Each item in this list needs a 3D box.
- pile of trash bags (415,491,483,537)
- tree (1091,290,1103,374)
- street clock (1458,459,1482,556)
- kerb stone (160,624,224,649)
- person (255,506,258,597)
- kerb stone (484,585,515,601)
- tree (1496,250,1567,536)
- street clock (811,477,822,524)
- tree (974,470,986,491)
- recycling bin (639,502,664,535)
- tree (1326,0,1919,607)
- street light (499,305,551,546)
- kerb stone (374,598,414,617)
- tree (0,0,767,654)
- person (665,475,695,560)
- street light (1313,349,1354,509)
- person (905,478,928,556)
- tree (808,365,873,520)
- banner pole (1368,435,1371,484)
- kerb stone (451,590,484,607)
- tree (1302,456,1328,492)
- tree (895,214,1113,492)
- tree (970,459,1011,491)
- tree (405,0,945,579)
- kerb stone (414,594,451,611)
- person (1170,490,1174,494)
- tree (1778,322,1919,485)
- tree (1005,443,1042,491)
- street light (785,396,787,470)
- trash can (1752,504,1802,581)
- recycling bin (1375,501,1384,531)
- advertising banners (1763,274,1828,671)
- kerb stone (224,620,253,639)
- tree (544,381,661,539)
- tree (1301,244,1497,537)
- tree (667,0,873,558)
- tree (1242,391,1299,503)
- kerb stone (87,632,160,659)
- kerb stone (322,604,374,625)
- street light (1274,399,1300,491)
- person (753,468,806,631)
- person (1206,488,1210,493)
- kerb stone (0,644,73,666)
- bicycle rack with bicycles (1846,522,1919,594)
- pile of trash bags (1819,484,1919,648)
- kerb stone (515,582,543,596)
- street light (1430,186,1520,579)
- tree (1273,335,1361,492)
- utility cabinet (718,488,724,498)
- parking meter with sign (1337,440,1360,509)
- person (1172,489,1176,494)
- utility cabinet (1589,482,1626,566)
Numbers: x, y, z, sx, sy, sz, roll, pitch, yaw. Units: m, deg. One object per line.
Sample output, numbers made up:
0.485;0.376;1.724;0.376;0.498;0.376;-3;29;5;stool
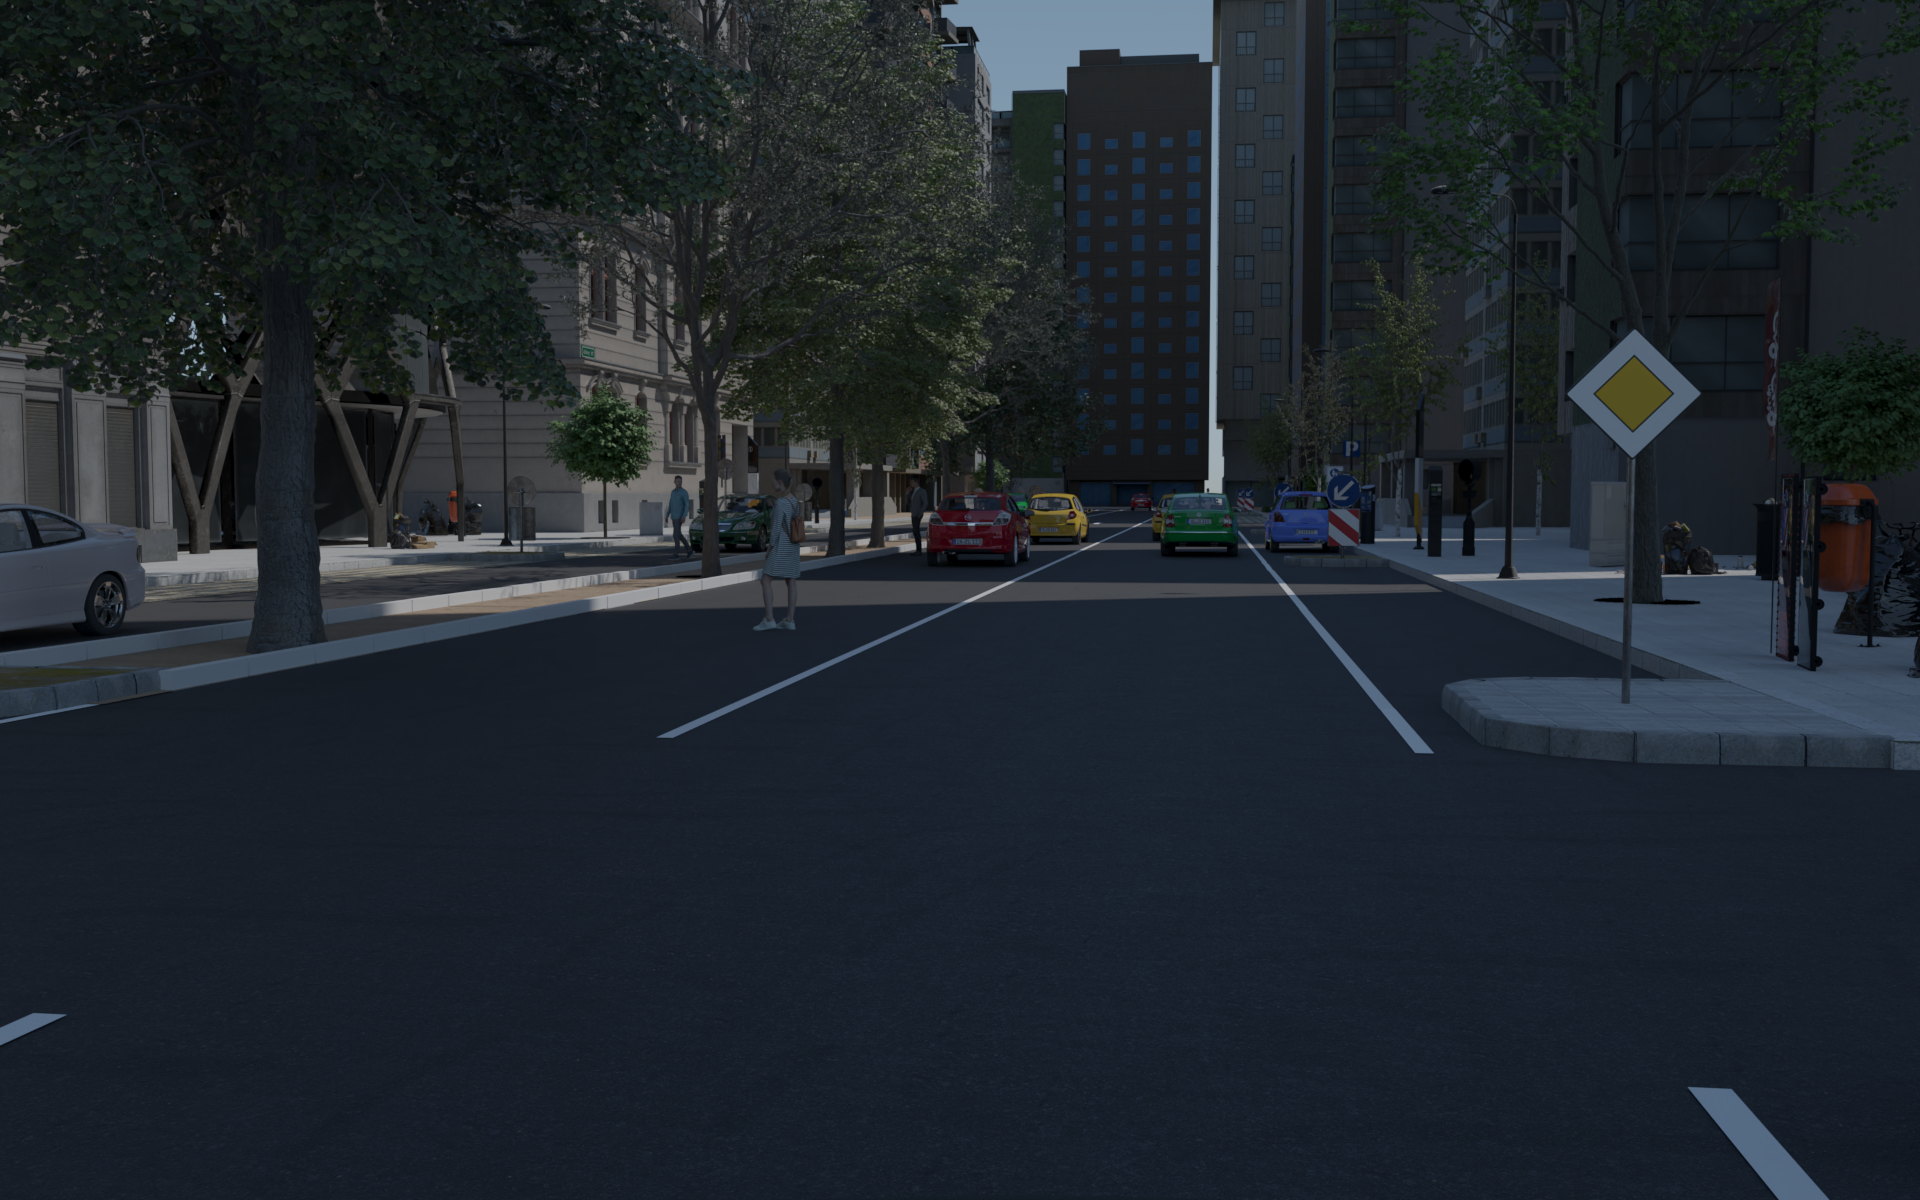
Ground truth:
-15.723;-2.676;53.508;1.912;1.369;3.447;-1;4;-23;pile of trash bags
-0.453;-8.749;55.869;12.009;13.543;11.850;0;3;0;tree
10.550;-1.915;35.877;0.358;2.002;0.471;-2;4;-26;street clock
-7.342;0.353;16.423;0.120;0.150;1.000;0;4;8;kerb stone
-9.268;-0.846;23.341;0.512;1.701;0.522;-1;4;-10;person
-6.332;-0.076;23.514;0.120;0.150;1.000;0;4;8;kerb stone
18.119;-6.295;53.285;4.737;8.622;4.395;0;3;0;tree
-6.226;-4.327;75.318;0.471;2.002;0.358;-1;4;-14;street clock
1.938;-8.747;137.613;1.663;3.219;1.824;0;3;0;tree
-9.616;-2.534;53.986;0.722;1.027;0.722;0;4;-8;recycling bin
8.080;-5.775;20.177;9.928;11.665;9.643;0;3;0;tree
-10.709;-4.289;42.664;1.470;5.913;1.316;0;4;8;street light
-6.766;0.107;20.478;0.120;0.150;1.000;0;4;8;kerb stone
-6.088;-6.498;15.348;9.857;13.997;8.962;0;3;0;tree
-6.076;-1.799;37.776;0.748;1.841;0.638;-2;4;-35;person
11.994;-5.071;55.459;1.470;5.913;1.316;0;4;8;street light
-1.027;-1.942;40.436;0.473;1.802;0.592;-1;4;-14;person
-5.366;-8.247;85.196;4.360;8.622;3.978;0;3;0;tree
16.922;-4.991;71.621;0.401;3.779;0.863;1;4;20;banner pole
-6.476;-0.017;22.502;0.120;0.150;1.000;0;4;8;kerb stone
18.080;-5.763;88.834;1.663;3.219;1.824;0;3;0;tree
1.217;-9.182;69.583;9.611;12.733;9.660;0;3;0;tree
2.494;-9.913;145.792;4.285;4.588;4.351;0;3;0;tree
-4.215;-7.099;28.899;12.009;13.543;11.850;0;3;0;tree
-6.621;0.043;21.490;0.120;0.150;1.000;0;4;8;kerb stone
18.599;-8.737;151.295;1.348;1.831;0.705;0;4;-7;person
17.215;-3.026;33.185;4.285;4.588;4.351;0;3;0;tree
5.665;-12.926;161.704;4.360;8.622;3.978;0;3;0;tree
-6.632;-6.030;71.137;1.470;5.913;1.316;0;4;8;street light
12.175;-0.862;25.754;0.748;1.137;0.748;0;3;0;trash can
14.458;-2.951;60.806;0.722;1.027;0.722;1;4;21;recycling bin
6.407;-1.050;13.354;0.090;3.025;2.074;1;4;14;advertising banners
-7.196;0.291;17.435;0.120;0.150;1.000;0;4;8;kerb stone
-10.173;-4.053;49.973;4.285;4.588;4.351;0;3;0;tree
13.176;-6.205;51.814;4.737;8.622;4.395;0;3;0;tree
-2.799;-7.221;38.655;7.486;12.596;7.792;0;3;0;tree
23.025;-10.776;126.550;4.737;8.622;4.395;0;3;0;tree
-7.493;0.416;15.402;0.120;0.150;1.000;0;4;8;kerb stone
-6.906;0.167;19.463;0.120;0.150;1.000;0;4;8;kerb stone
16.051;-6.861;84.717;1.470;5.913;1.316;0;4;8;street light
-1.867;-0.538;18.302;0.522;1.701;0.512;1;4;18;person
15.477;-6.081;108.023;1.348;1.812;0.705;-2;4;-25;person
-7.630;0.478;14.382;0.120;0.150;1.000;0;4;8;kerb stone
12.293;-0.491;21.416;2.925;0.926;2.852;0;4;-6;bicycle rack with bicycles
8.727;-0.348;15.450;3.447;1.369;1.912;-2;4;-31;pile of trash bags
-6.192;-0.141;24.530;0.120;0.150;1.000;0;4;8;kerb stone
7.788;-3.282;26.197;1.470;5.913;1.316;0;4;8;street light
16.774;-7.994;81.059;4.360;8.622;3.978;0;3;0;tree
-8.373;-3.085;59.114;0.318;1.500;1.173;0;4;8;utility cabinet
12.732;-3.721;57.104;0.543;3.016;1.738;0;4;2;parking meter with sign
15.151;-6.951;122.178;0.705;1.821;1.348;-2;4;-25;person
11.617;-1.349;30.736;1.173;1.500;0.318;-3;5;-43;utility cabinet
